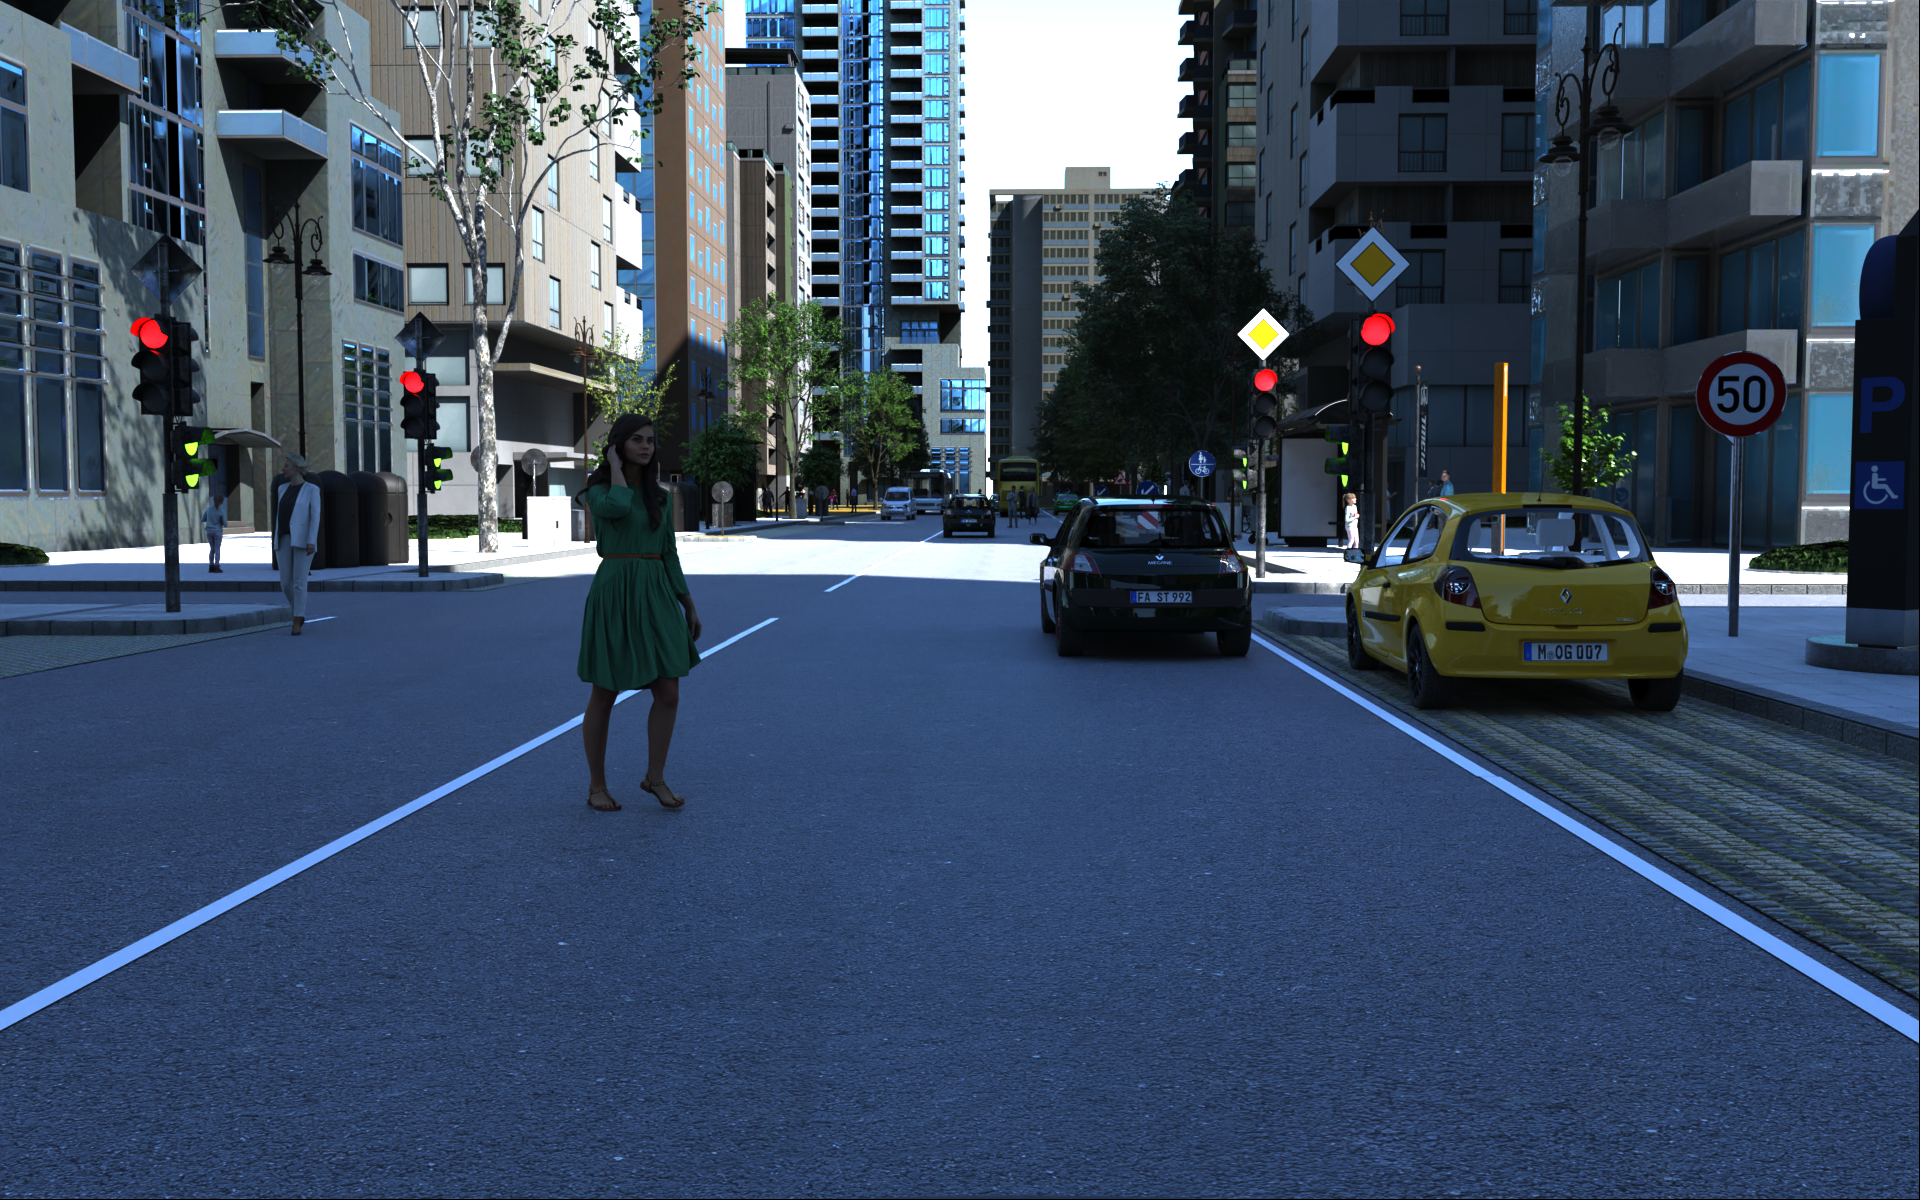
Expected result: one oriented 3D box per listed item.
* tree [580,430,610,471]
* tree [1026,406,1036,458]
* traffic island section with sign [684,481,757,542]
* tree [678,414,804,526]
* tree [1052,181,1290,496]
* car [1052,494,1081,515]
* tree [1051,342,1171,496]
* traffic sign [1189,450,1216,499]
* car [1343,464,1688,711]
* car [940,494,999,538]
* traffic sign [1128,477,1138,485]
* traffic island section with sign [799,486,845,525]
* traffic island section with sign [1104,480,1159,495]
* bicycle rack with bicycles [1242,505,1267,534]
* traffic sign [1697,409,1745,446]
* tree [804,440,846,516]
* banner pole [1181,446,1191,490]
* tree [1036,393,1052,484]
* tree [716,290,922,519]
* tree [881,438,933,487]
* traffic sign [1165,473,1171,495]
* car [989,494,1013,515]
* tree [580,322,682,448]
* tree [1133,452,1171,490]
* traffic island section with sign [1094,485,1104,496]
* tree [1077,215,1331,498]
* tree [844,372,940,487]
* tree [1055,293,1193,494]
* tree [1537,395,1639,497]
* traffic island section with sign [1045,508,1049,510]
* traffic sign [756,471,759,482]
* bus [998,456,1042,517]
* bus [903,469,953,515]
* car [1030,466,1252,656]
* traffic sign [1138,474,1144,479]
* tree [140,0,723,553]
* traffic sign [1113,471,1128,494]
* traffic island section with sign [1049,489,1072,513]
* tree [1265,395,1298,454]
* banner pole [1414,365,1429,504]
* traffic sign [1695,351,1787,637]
[{"bbox_3d":[-10.470,-3.527,52.270,1.663,3.219,1.824,0,3,0],"label":"tree"},{"bbox_3d":[11.158,-16.037,168.857,9.857,13.997,8.962,0,3,0],"label":"tree"},{"bbox_3d":[-7.198,-2.673,52.337,1.989,1.847,2.006,0,4,2],"label":"traffic island section with sign"},{"bbox_3d":[-9.448,-5.241,69.412,4.285,4.588,4.351,0,3,0],"label":"tree"},{"bbox_3d":[8.928,-10.033,70.698,9.857,13.997,8.962,0,3,0],"label":"tree"},{"bbox_3d":[7.262,-6.654,117.582,1.959,1.807,4.718,0,4,1],"label":"car"},{"bbox_3d":[10.228,-11.620,108.116,7.486,12.596,7.792,0,3,0],"label":"tree"},{"bbox_3d":[7.082,-3.093,50.681,0.768,2.556,0.104,0,4,5],"label":"traffic sign"},{"bbox_3d":[3.949,-0.160,12.847,2.015,1.641,3.980,0,4,4],"label":"car"},{"bbox_3d":[0.323,-2.963,58.226,2.009,1.686,4.222,0,4,1],"label":"car"},{"bbox_3d":[10.194,-6.213,101.579,0.884,2.594,0.081,0,4,4],"label":"traffic sign"},{"bbox_3d":[-6.332,-4.347,79.705,1.989,1.847,2.006,0,4,2],"label":"traffic island section with sign"},{"bbox_3d":[5.403,-2.618,51.425,1.989,1.847,2.006,0,4,2],"label":"traffic island section with sign"},{"bbox_3d":[8.592,-2.639,56.529,2.925,0.926,2.852,-1,4,-15],"label":"bicycle rack with bicycles"},{"bbox_3d":[8.445,-1.170,18.863,0.795,2.593,0.064,0,4,7],"label":"traffic sign"},{"bbox_3d":[-8.467,-7.275,102.666,4.285,4.588,4.351,0,3,0],"label":"tree"},{"bbox_3d":[10.354,-5.485,79.689,0.863,3.779,0.401,0,4,-3],"label":"banner pole"},{"bbox_3d":[11.777,-14.825,149.040,9.857,13.997,8.962,0,3,0],"label":"tree"},{"bbox_3d":[-8.470,-9.915,87.867,9.928,11.665,9.643,0,3,0],"label":"tree"},{"bbox_3d":[-6.260,-14.773,175.951,7.601,10.594,8.767,0,4,-1],"label":"tree"},{"bbox_3d":[9.708,-4.837,81.212,0.606,2.300,0.079,0,4,7],"label":"traffic sign"},{"bbox_3d":[2.821,-6.765,122.399,2.131,1.459,4.920,0,4,1],"label":"car"},{"bbox_3d":[-14.349,-7.631,75.124,4.737,8.622,4.395,0,3,0],"label":"tree"},{"bbox_3d":[8.776,-5.097,77.933,1.663,3.219,1.824,0,3,0],"label":"tree"},{"bbox_3d":[6.254,-4.265,78.367,1.989,1.847,2.006,0,4,2],"label":"traffic island section with sign"},{"bbox_3d":[8.141,-7.617,58.942,8.767,10.594,7.601,0,4,6],"label":"tree"},{"bbox_3d":[-6.499,-15.062,163.279,9.611,12.733,9.660,0,3,0],"label":"tree"},{"bbox_3d":[8.937,-10.085,90.639,9.928,11.665,9.643,0,3,0],"label":"tree"},{"bbox_3d":[10.983,-2.222,30.934,1.663,3.219,1.824,0,3,0],"label":"tree"},{"bbox_3d":[8.724,-9.038,156.400,1.989,1.847,2.006,0,4,2],"label":"traffic island section with sign"},{"bbox_3d":[-9.974,-5.060,82.836,0.768,2.556,0.104,0,4,5],"label":"traffic sign"},{"bbox_3d":[3.822,-7.344,111.620,2.896,3.916,12.252,0,4,3],"label":"bus"},{"bbox_3d":[-2.124,-7.879,123.685,2.948,3.499,13.247,0,4,3],"label":"bus"},{"bbox_3d":[1.699,-0.423,16.696,2.009,1.686,4.222,0,3,0],"label":"car"},{"bbox_3d":[10.387,-5.945,96.940,0.795,2.593,0.064,1,4,8],"label":"traffic sign"},{"bbox_3d":[-11.129,-11.021,36.090,12.611,20.169,13.585,0,3,0],"label":"tree"},{"bbox_3d":[9.210,-6.085,99.492,0.884,2.594,0.081,1,4,9],"label":"traffic sign"},{"bbox_3d":[7.843,-7.343,128.682,1.989,1.847,2.006,0,4,2],"label":"traffic island section with sign"},{"bbox_3d":[18.877,-9.011,97.687,4.737,8.622,4.395,0,3,0],"label":"tree"},{"bbox_3d":[8.922,-2.664,33.570,0.401,3.779,0.863,0,4,-4],"label":"banner pole"},{"bbox_3d":[6.968,-0.943,15.527,0.768,2.556,0.104,1,4,11],"label":"traffic sign"}]
